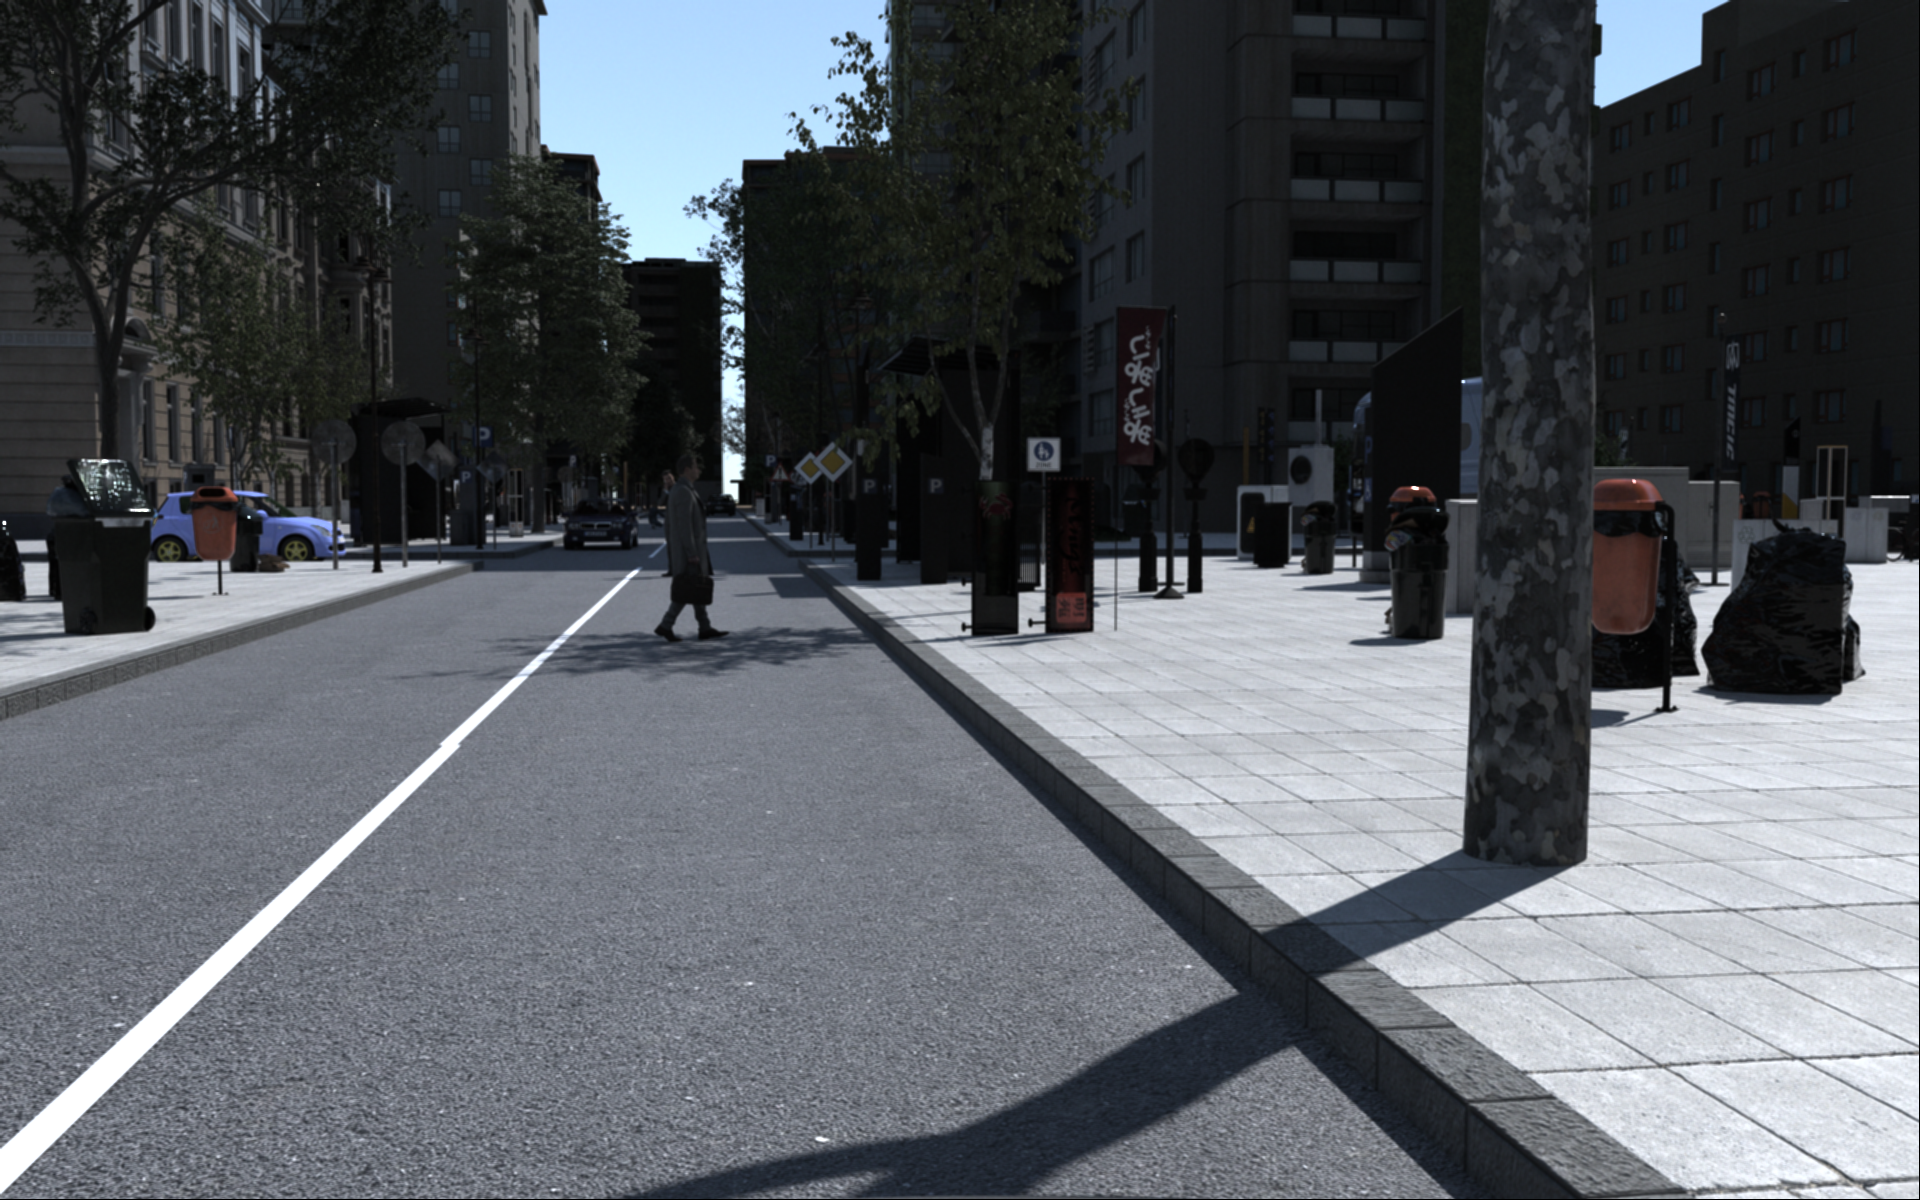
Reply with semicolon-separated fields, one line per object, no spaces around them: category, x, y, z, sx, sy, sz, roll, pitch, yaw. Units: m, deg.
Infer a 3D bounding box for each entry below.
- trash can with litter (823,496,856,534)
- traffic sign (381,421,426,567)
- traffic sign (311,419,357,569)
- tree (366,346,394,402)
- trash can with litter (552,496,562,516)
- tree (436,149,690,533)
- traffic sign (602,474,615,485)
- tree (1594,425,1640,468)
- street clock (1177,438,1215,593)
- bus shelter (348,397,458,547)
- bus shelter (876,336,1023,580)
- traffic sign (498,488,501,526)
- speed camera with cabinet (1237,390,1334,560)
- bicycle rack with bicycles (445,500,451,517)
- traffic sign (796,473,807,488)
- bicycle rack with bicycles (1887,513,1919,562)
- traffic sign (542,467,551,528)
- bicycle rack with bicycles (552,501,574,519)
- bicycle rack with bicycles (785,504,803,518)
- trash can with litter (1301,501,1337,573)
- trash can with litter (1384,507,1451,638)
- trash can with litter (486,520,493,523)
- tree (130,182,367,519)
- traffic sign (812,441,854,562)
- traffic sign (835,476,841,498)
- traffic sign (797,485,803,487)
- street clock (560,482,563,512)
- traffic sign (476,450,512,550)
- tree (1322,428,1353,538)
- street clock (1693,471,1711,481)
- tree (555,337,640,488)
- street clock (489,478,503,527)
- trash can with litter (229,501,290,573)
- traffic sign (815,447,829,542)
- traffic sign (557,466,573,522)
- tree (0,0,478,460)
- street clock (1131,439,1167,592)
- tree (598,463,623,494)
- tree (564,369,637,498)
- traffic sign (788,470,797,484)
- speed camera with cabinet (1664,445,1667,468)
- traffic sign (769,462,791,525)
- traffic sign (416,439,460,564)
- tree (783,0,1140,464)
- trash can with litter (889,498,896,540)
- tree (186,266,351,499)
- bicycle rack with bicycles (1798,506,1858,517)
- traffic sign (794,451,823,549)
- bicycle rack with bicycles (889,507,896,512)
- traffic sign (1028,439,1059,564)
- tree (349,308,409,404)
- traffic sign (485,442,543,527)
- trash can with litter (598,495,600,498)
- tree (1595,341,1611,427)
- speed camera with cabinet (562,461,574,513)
trash can with litter;-3.577;-2.773;56.389;2.233;1.210;1.678;-2;4;-34
traffic sign;-9.742;-1.848;30.328;0.768;2.556;0.104;0;4;-5
traffic sign;-10.689;-1.802;29.576;0.768;2.556;0.104;0;4;-2
tree;-22.605;-6.794;61.438;4.737;8.622;4.395;0;3;0
trash can with litter;-23.726;-5.466;100.752;1.055;1.170;0.624;-2;4;-24
tree;-13.774;-8.535;57.668;7.486;12.596;7.792;0;3;0
traffic sign;-21.003;-6.326;103.542;0.768;2.556;0.104;0;4;0
tree;17.872;-3.304;48.614;1.663;3.219;1.824;0;3;0
street clock;3.067;-1.101;22.564;0.471;2.002;0.358;0;4;5
bus shelter;-14.385;-3.289;45.060;1.731;3.624;6.357;0;4;-8
bus shelter;-0.263;-2.309;29.042;1.731;3.624;6.357;0;4;-8
traffic sign;-18.275;-4.194;68.684;0.768;2.556;0.104;0;4;-3
speed camera with cabinet;6.235;-2.384;33.313;0.660;3.252;2.038;-2;4;-35
bicycle rack with bicycles;-28.162;-5.037;95.733;2.925;0.926;2.852;1;4;22
traffic sign;-7.482;-4.862;81.616;0.606;2.300;0.079;0;4;0
bicycle rack with bicycles;18.961;-1.136;31.961;2.852;0.926;2.925;0;4;-7
traffic sign;-15.761;-3.878;65.528;0.606;2.300;0.079;0;4;-4
bicycle rack with bicycles;-20.833;-4.672;89.766;2.852;0.926;2.925;-3;4;-37
bicycle rack with bicycles;-8.327;-4.849;92.655;2.852;0.926;2.925;2;4;30
trash can with litter;5.754;-1.027;28.180;0.624;1.170;1.055;0;4;-1
trash can with litter;4.054;-0.263;15.690;0.624;1.170;1.055;0;4;1
trash can with litter;-21.547;-4.078;77.732;1.678;1.210;2.233;-1;4;-14
tree;-16.965;-5.507;40.400;4.737;8.622;4.395;0;3;0
traffic sign;-2.409;-1.785;32.824;0.795;2.450;0.064;0;4;-8
traffic sign;-5.705;-5.059;82.824;0.768;2.556;0.104;0;4;-5
traffic sign;-10.208;-6.749;110.455;0.768;2.556;0.104;0;4;0
street clock;-24.198;-6.170;105.455;0.358;2.002;0.471;-1;4;-12
traffic sign;-10.690;-2.209;39.756;0.795;2.450;0.064;0;4;-8
tree;10.963;-3.423;50.571;1.663;3.219;1.824;0;3;0
street clock;23.461;-3.073;54.809;0.471;2.002;0.358;0;4;0
tree;-17.506;-8.052;82.018;4.360;8.622;3.978;0;3;0
street clock;-17.855;-3.799;66.689;0.358;2.002;0.471;3;5;45
trash can with litter;-11.582;-1.052;28.584;1.055;1.170;0.624;1;4;13
traffic sign;-3.571;-2.849;46.683;0.768;2.556;0.104;0;4;-2
traffic sign;-17.918;-4.808;78.717;0.768;2.556;0.104;0;4;-2
tree;-8.721;-5.119;18.115;8.767;10.594;7.601;1;4;18
street clock;2.474;-1.110;22.719;0.471;2.002;0.358;2;4;33
tree;-21.669;-6.819;106.091;1.663;3.219;1.824;0;3;0
tree;-19.765;-8.925;96.280;4.737;8.622;4.395;0;3;0
traffic sign;-8.600;-5.528;90.490;0.768;2.556;0.104;0;4;-7
speed camera with cabinet;28.209;-4.676;70.784;0.660;3.252;2.038;-1;4;-12
traffic sign;-7.338;-4.326;70.738;0.884;2.594;0.081;0;4;-5
traffic sign;-9.587;-1.725;31.847;0.795;2.450;0.064;0;4;-8
tree;0.199;-4.200;19.040;4.737;8.622;4.395;0;3;0
trash can with litter;-2.134;-2.303;49.036;1.055;1.170;0.624;3;4;38
tree;-22.019;-6.377;54.626;4.360;8.622;3.978;0;3;0
bicycle rack with bicycles;26.846;-2.463;53.657;2.852;0.926;2.925;1;4;10
traffic sign;-3.513;-2.269;40.733;0.795;2.450;0.064;0;4;-8
bicycle rack with bicycles;-2.419;-4.714;90.461;2.925;0.926;2.852;1;4;19
traffic sign;1.514;-1.795;31.482;0.606;2.300;0.079;0;4;-8
tree;-23.100;-7.104;66.520;4.360;8.622;3.978;0;3;0
traffic sign;-17.526;-4.542;68.131;2.265;3.308;0.079;0;4;-2
trash can with litter;-21.042;-5.355;98.604;2.233;1.210;1.678;-1;4;-12
tree;22.700;-7.116;66.714;4.360;8.622;3.978;0;3;0
speed camera with cabinet;-23.350;-6.652;103.091;0.660;3.252;2.038;-1;4;-10
